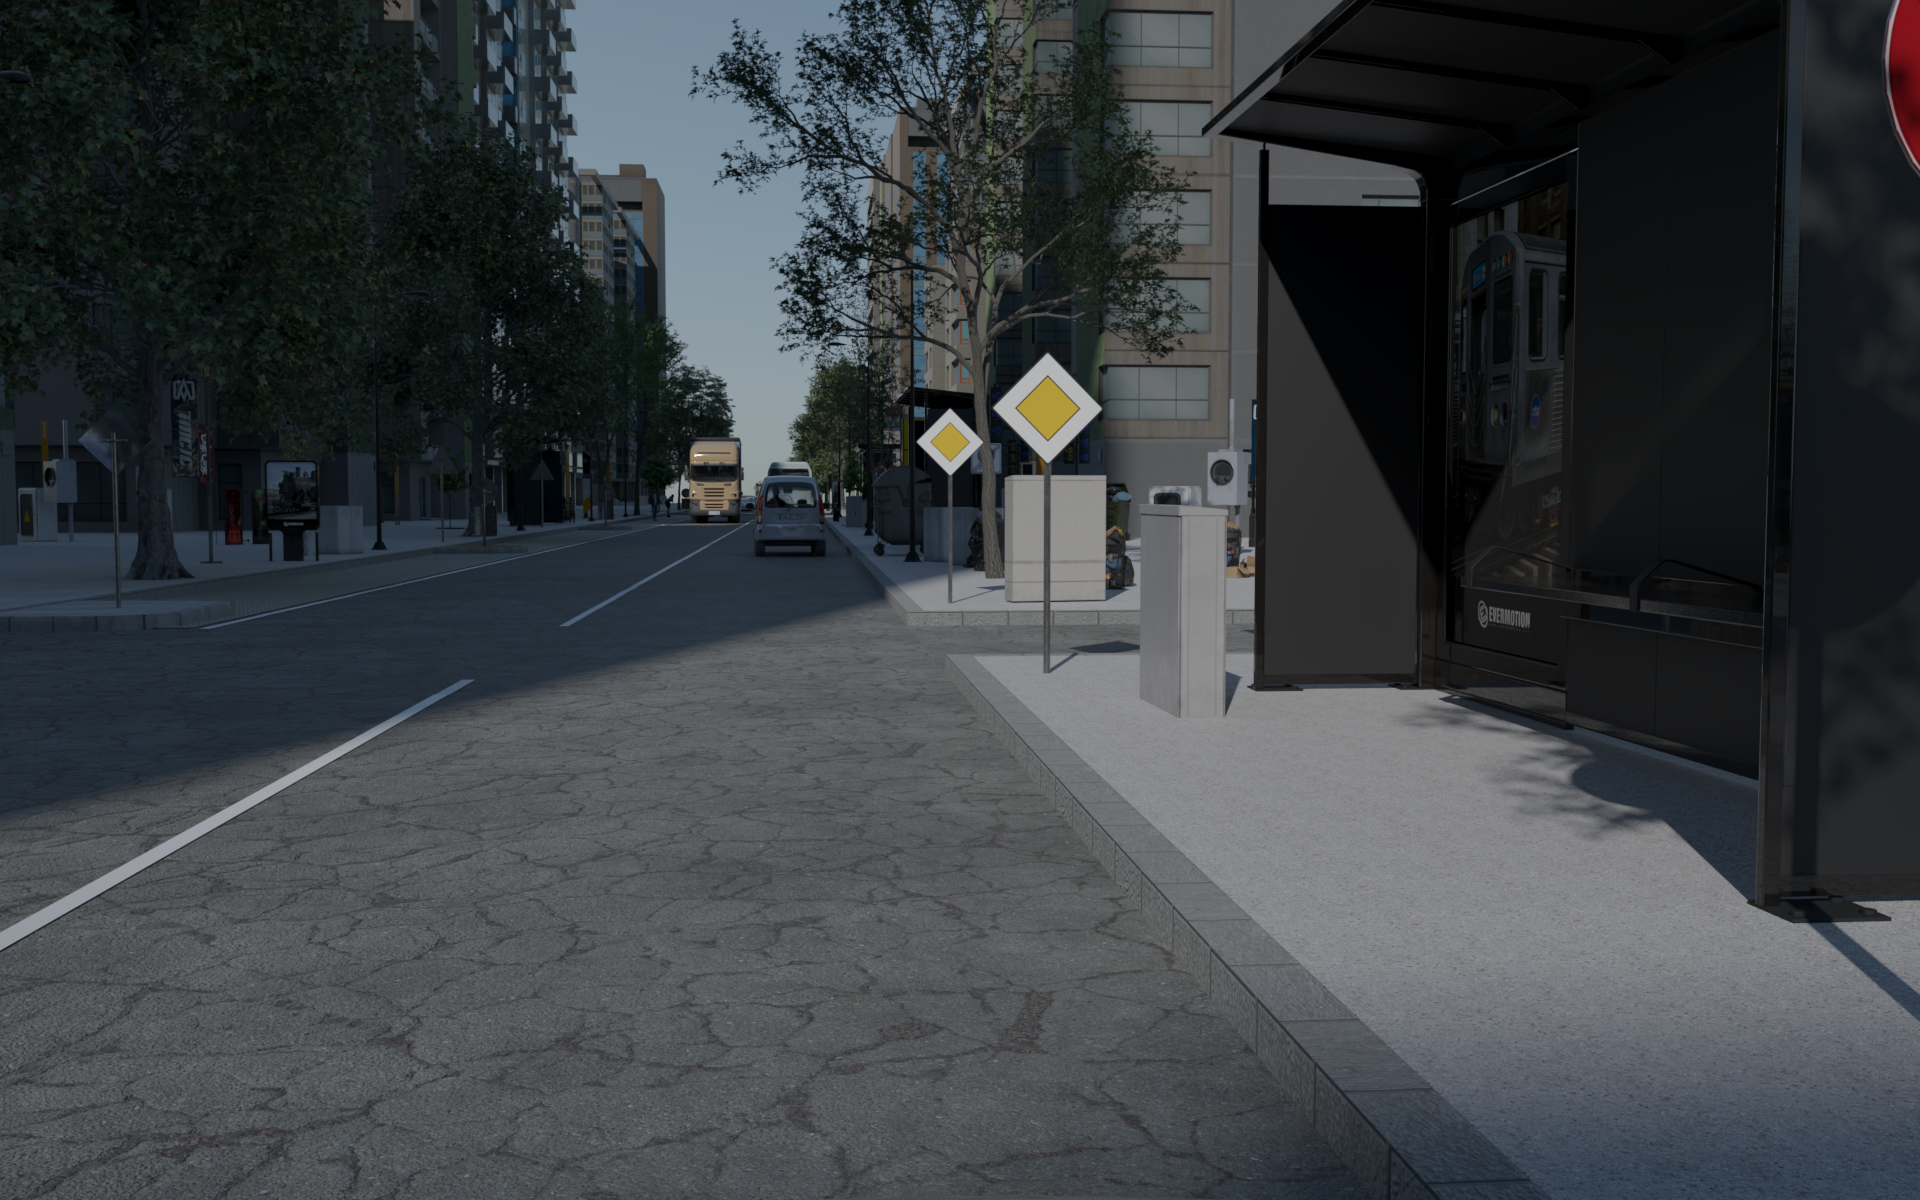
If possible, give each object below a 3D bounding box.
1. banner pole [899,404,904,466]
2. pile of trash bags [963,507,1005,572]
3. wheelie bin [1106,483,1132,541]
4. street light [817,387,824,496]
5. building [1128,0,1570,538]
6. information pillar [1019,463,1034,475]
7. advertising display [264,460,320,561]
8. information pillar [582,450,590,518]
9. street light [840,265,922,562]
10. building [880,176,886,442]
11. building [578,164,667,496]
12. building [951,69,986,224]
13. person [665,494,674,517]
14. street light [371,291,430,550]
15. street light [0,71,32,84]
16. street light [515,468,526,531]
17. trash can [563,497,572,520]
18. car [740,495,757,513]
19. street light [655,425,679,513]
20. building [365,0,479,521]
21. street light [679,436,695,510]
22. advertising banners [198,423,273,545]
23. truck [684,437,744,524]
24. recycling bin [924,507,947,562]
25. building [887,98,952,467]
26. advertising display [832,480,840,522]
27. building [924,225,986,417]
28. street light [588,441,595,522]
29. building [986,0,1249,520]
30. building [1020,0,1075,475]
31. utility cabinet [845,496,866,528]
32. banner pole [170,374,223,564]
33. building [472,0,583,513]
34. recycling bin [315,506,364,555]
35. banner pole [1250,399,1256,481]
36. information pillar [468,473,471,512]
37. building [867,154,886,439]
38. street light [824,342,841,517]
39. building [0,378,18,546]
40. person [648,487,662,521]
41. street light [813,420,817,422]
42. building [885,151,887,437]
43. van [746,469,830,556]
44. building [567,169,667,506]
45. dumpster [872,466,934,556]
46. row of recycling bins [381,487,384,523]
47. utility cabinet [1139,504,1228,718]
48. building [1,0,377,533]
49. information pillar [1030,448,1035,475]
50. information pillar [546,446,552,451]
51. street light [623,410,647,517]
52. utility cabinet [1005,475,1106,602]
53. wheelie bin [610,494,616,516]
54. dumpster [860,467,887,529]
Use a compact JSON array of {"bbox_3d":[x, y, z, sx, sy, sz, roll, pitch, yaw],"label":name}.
[{"bbox_3d":[-1.614,-3.557,48.166,0.401,3.779,0.863,0,4,-6],"label":"banner pole"},{"bbox_3d":[1.106,-1.176,28.978,1.912,1.369,3.447,0,4,-5],"label":"pile of trash bags"},{"bbox_3d":[4.265,-2.414,47.372,0.980,1.594,0.693,3,4,36],"label":"wheelie bin"},{"bbox_3d":[-5.299,-6.239,74.543,1.470,5.913,1.316,0,4,-5],"label":"street light"},{"bbox_3d":[10.536,-22.808,56.501,14.154,41.232,14.086,0,4,-5],"label":"building"},{"bbox_3d":[1.558,-2.205,40.538,0.304,2.012,0.304,0,4,-5],"label":"information pillar"},{"bbox_3d":[-12.733,-1.703,33.054,0.974,1.923,0.123,0,4,-8],"label":"advertising display"},{"bbox_3d":[-19.896,-6.177,92.352,0.504,3.616,0.183,-2,4,-35],"label":"information pillar"},{"bbox_3d":[-1.438,-3.671,32.562,1.470,5.913,1.316,0,4,-5],"label":"street light"},{"bbox_3d":[-3.445,-33.159,225.748,14.154,41.232,14.086,0,4,-5],"label":"building"},{"bbox_3d":[-47.951,-35.983,238.427,14.600,45.320,14.200,0,4,-5],"label":"building"},{"bbox_3d":[11.984,-28.195,152.873,32.217,40.220,23.993,0,4,-5],"label":"building"},{"bbox_3d":[-17.762,-5.767,106.021,0.421,1.427,0.697,2,4,34],"label":"person"},{"bbox_3d":[-12.797,-4.105,39.656,1.470,5.913,1.316,0,4,-5],"label":"street light"},{"bbox_3d":[-10.894,-2.850,19.134,1.470,5.913,1.316,0,4,-5],"label":"street light"},{"bbox_3d":[-14.772,-5.365,60.258,1.470,5.913,1.316,0,4,-5],"label":"street light"},{"bbox_3d":[-19.523,-4.527,85.663,0.748,1.137,0.748,0,3,0],"label":"trash can"},{"bbox_3d":[-15.115,-6.696,121.842,2.083,1.381,4.827,0,4,-6],"label":"car"},{"bbox_3d":[-19.960,-8.828,116.871,1.470,5.913,1.316,0,4,-5],"label":"street light"},{"bbox_3d":[-31.852,-24.494,84.072,14.154,41.232,14.086,0,4,-5],"label":"building"},{"bbox_3d":[-21.812,-10.115,137.916,1.470,5.913,1.316,0,4,-5],"label":"street light"},{"bbox_3d":[-18.306,-2.903,43.655,0.090,3.025,2.074,2,4,34],"label":"advertising banners"},{"bbox_3d":[-12.336,-6.043,87.710,2.839,4.237,11.283,0,4,-7],"label":"truck"},{"bbox_3d":[-0.218,-1.246,32.919,0.722,1.027,0.722,-2,4,-31],"label":"recycling bin"},{"bbox_3d":[-0.342,-33.453,197.059,14.600,45.320,14.200,0,4,-5],"label":"building"},{"bbox_3d":[-5.779,-4.620,80.744,0.123,1.923,0.974,-1,4,-20],"label":"advertising display"},{"bbox_3d":[12.214,-17.232,126.780,27.650,21.520,28.899,0,4,-5],"label":"building"},{"bbox_3d":[-16.708,-6.630,80.940,1.470,5.913,1.316,0,4,-5],"label":"street light"},{"bbox_3d":[8.362,-25.715,104.038,14.154,41.232,14.086,0,4,-5],"label":"building"},{"bbox_3d":[9.921,-19.435,89.471,14.160,30.474,14.107,0,4,-5],"label":"building"},{"bbox_3d":[-4.025,-3.407,66.863,0.306,1.237,1.020,-3,4,-37],"label":"utility cabinet"},{"bbox_3d":[-14.095,-2.563,31.922,0.863,3.779,0.401,-2,4,-35],"label":"banner pole"},{"bbox_3d":[-42.495,-31.656,137.179,23.786,49.044,30.456,0,4,-5],"label":"building"},{"bbox_3d":[-13.327,-1.506,37.177,0.722,1.027,0.722,2,4,27],"label":"recycling bin"},{"bbox_3d":[7.133,-3.064,40.118,0.863,3.779,0.401,1,4,22],"label":"banner pole"},{"bbox_3d":[-16.613,-3.352,59.296,0.304,2.012,0.304,1,4,14],"label":"information pillar"},{"bbox_3d":[-1.960,-37.922,243.721,21.300,48.544,21.600,0,4,-5],"label":"building"},{"bbox_3d":[-3.345,-4.926,53.085,1.470,5.913,1.316,0,4,-5],"label":"street light"},{"bbox_3d":[-30.274,-21.508,35.245,14.154,41.232,14.086,0,4,-5],"label":"building"},{"bbox_3d":[-16.123,-5.045,91.335,0.721,1.781,0.623,3,4,36],"label":"person"},{"bbox_3d":[-7.152,-7.494,95.071,1.470,5.913,1.316,0,4,-5],"label":"street light"},{"bbox_3d":[-1.849,-34.315,211.154,14.600,45.320,14.200,0,4,-5],"label":"building"},{"bbox_3d":[-4.085,-2.095,41.265,2.013,2.044,4.112,0,4,-7],"label":"van"},{"bbox_3d":[-53.975,-32.233,218.885,32.217,40.220,23.993,0,4,-5],"label":"building"},{"bbox_3d":[-1.194,-1.871,36.349,1.264,1.857,1.865,0,4,-5],"label":"dumpster"},{"bbox_3d":[-25.918,-4.229,76.254,1.069,1.692,3.534,-1,4,-15],"label":"row of recycling bins"},{"bbox_3d":[1.333,0.048,10.384,0.306,1.237,1.020,0,4,-7],"label":"utility cabinet"},{"bbox_3d":[-30.092,-17.781,62.413,14.160,30.474,14.107,0,4,-5],"label":"building"},{"bbox_3d":[2.025,-3.202,43.708,0.504,3.616,0.183,-1,4,-19],"label":"information pillar"},{"bbox_3d":[-19.770,-5.613,83.122,0.504,3.616,0.183,-1,4,-17],"label":"information pillar"},{"bbox_3d":[-18.039,-7.558,96.112,1.470,5.913,1.316,0,4,-5],"label":"street light"},{"bbox_3d":[1.132,-0.730,20.619,1.173,1.500,0.318,-1,4,-17],"label":"utility cabinet"},{"bbox_3d":[-19.072,-5.247,93.691,0.980,1.594,0.693,1,4,8],"label":"wheelie bin"},{"bbox_3d":[-2.890,-3.750,63.813,1.502,2.255,1.985,0,4,-5],"label":"dumpster"}]
